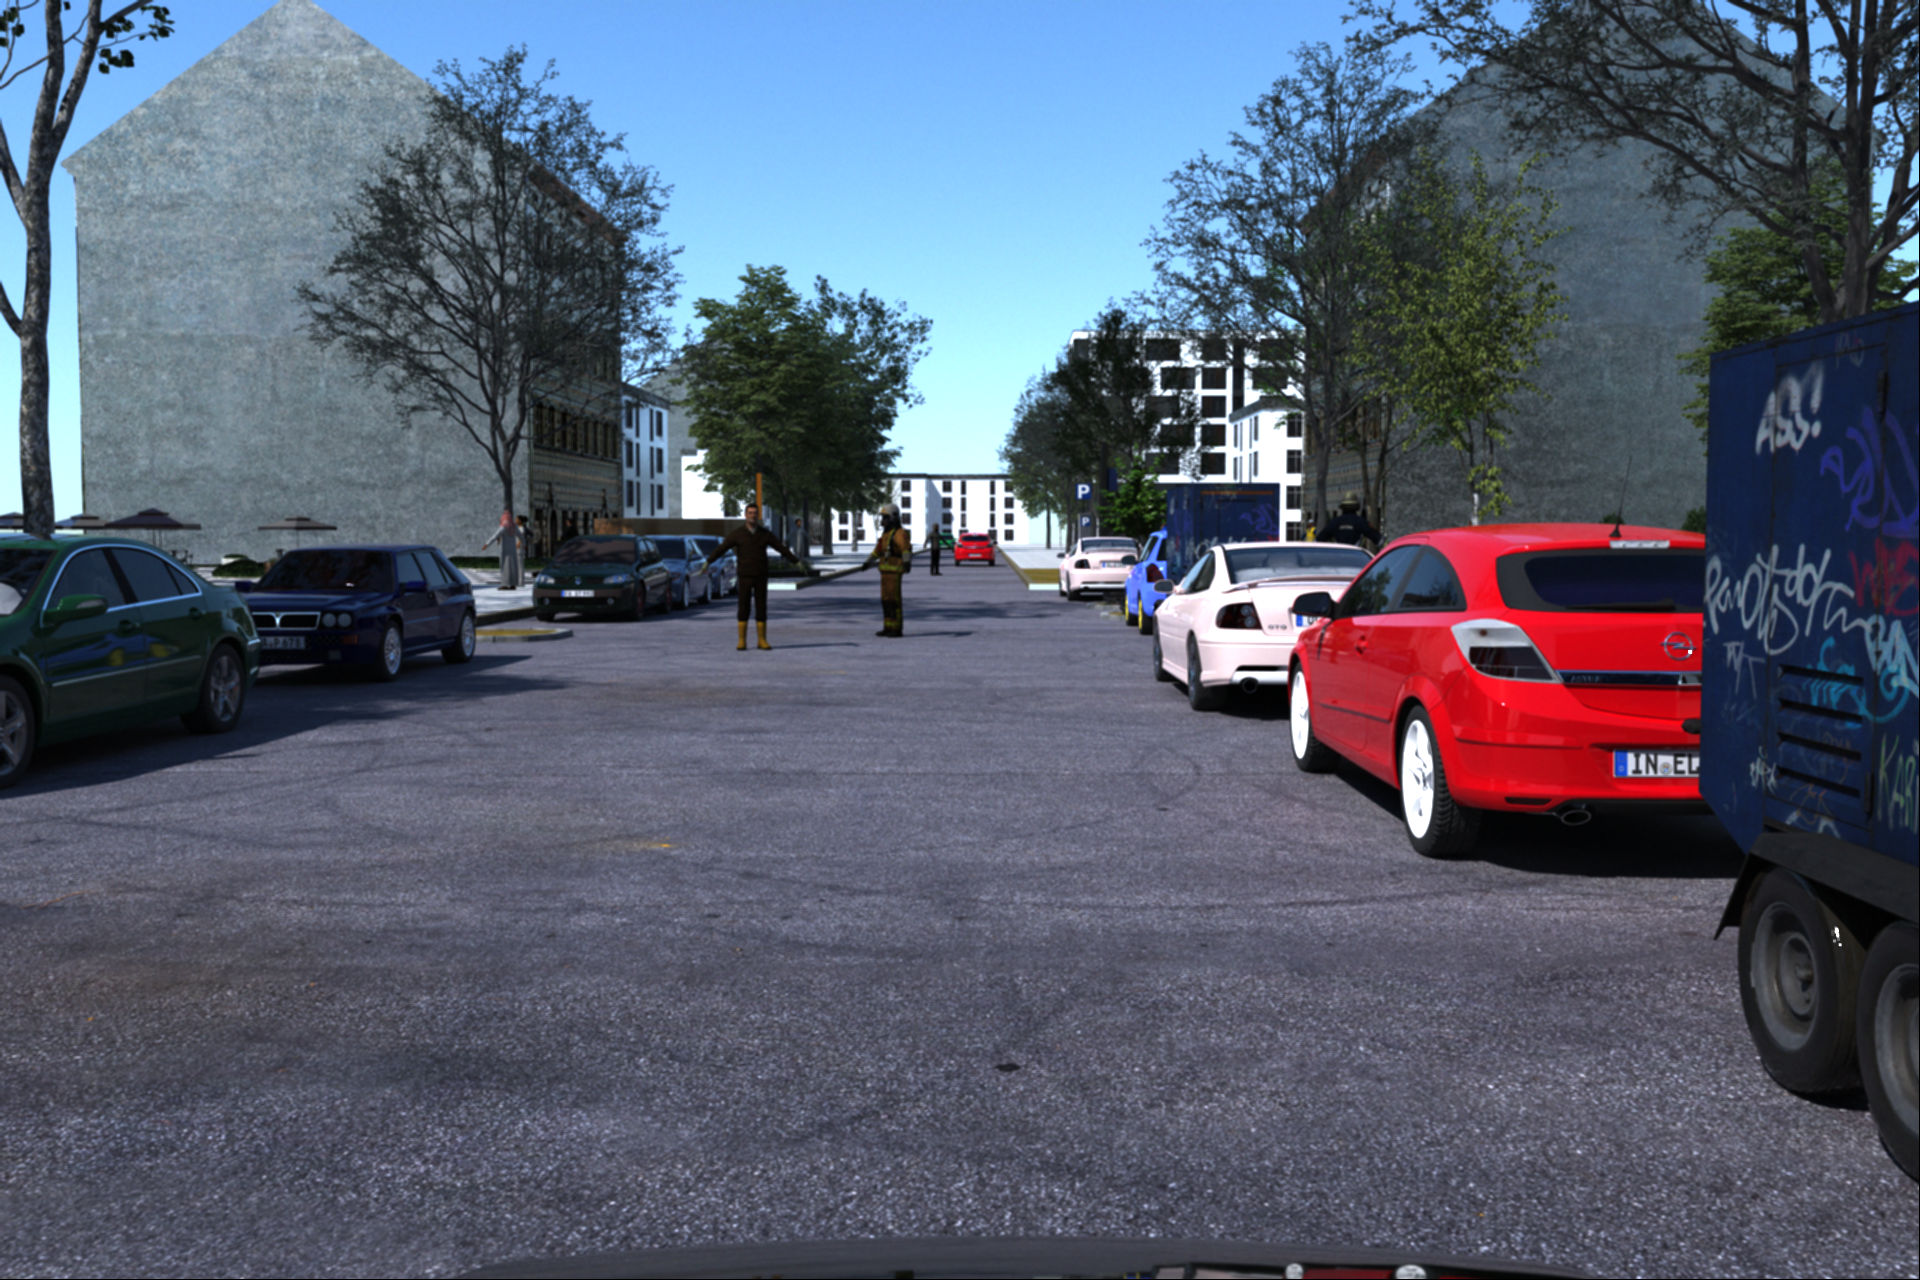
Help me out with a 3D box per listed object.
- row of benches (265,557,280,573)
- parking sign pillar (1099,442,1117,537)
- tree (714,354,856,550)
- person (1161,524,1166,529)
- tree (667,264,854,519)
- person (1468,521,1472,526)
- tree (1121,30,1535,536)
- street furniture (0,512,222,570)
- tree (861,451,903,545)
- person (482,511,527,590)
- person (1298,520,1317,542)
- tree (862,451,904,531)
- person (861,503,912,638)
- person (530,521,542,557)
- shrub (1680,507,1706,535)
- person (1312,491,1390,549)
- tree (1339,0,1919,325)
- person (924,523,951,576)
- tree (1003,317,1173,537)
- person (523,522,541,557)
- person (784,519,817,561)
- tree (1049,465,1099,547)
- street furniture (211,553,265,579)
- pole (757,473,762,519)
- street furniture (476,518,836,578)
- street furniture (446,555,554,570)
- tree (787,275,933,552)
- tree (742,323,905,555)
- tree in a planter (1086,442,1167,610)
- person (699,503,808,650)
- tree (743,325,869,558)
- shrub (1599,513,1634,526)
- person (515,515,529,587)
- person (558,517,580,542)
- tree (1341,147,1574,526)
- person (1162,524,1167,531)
[{"bbox_3d":[-17.504,-1.819,45.204,1.422,0.672,4.104,-2,4,-30],"label":"row of benches"},{"bbox_3d":[4.370,-3.848,51.385,1.447,3.967,1.447,0,4,1],"label":"parking sign pillar"},{"bbox_3d":[-8.743,-9.181,84.523,7.601,10.594,8.767,-1,4,-20],"label":"tree"},{"bbox_3d":[8.585,-4.108,73.022,0.705,1.847,1.347,1,4,22],"label":"person"},{"bbox_3d":[-8.362,-9.462,72.833,7.486,12.596,7.792,0,3,0],"label":"tree"},{"bbox_3d":[19.644,-3.694,66.669,1.348,1.796,0.705,-2,4,-33],"label":"person"},{"bbox_3d":[9.046,-8.099,42.790,12.009,13.543,11.850,0,3,0],"label":"tree"},{"bbox_3d":[-33.059,-3.019,54.398,14.083,1.986,27.439,0,4,4],"label":"street furniture"},{"bbox_3d":[-7.090,-11.994,146.462,4.360,8.622,3.978,0,3,0],"label":"tree"},{"bbox_3d":[-10.393,-2.055,39.740,0.704,1.811,1.347,2,4,30],"label":"person"},{"bbox_3d":[13.280,-3.649,65.629,0.705,1.833,1.349,-2,4,-26],"label":"person"},{"bbox_3d":[-7.536,-12.292,151.330,4.360,8.622,3.978,0,3,0],"label":"tree"},{"bbox_3d":[-0.976,-0.970,24.092,0.705,1.858,1.354,-2,4,-30],"label":"person"},{"bbox_3d":[-17.183,-3.925,70.299,0.705,1.813,1.348,-2,4,-28],"label":"person"},{"bbox_3d":[19.894,-2.605,46.631,1.661,2.075,1.752,0,3,0],"label":"shrub"},{"bbox_3d":[5.199,-1.052,23.064,1.351,1.845,0.704,2,4,31],"label":"person"},{"bbox_3d":[9.055,-6.557,17.581,12.009,13.543,11.850,0,3,0],"label":"tree"},{"bbox_3d":[-0.830,-3.145,60.011,0.705,1.813,1.348,3,5,43],"label":"person"},{"bbox_3d":[7.556,-11.422,97.125,12.009,13.543,11.850,0,3,0],"label":"tree"},{"bbox_3d":[-17.247,-3.836,68.502,1.354,1.856,0.705,0,4,6],"label":"person"},{"bbox_3d":[-5.505,-3.247,59.270,1.347,1.806,0.705,-3,5,-40],"label":"person"},{"bbox_3d":[7.962,-10.580,123.351,4.360,8.622,3.978,0,3,0],"label":"tree"},{"bbox_3d":[-20.030,-2.312,53.432,5.734,0.657,10.072,-2,4,-25],"label":"street furniture"},{"bbox_3d":[-6.721,-3.928,58.068,0.158,3.312,0.155,0,3,0],"label":"pole"},{"bbox_3d":[-7.502,-2.719,51.306,9.812,1.723,11.010,3,5,43],"label":"street furniture"},{"bbox_3d":[-15.996,-2.912,63.235,10.072,0.657,5.734,0,4,-7],"label":"street furniture"},{"bbox_3d":[-8.017,-16.536,126.245,12.611,20.169,13.585,0,3,0],"label":"tree"},{"bbox_3d":[-8.106,-12.095,104.412,9.857,13.997,8.962,0,3,0],"label":"tree"},{"bbox_3d":[3.466,-2.224,33.577,1.991,3.239,1.994,0,4,0],"label":"tree in a planter"},{"bbox_3d":[-2.564,-0.786,21.441,1.346,1.812,0.704,-1,4,-15],"label":"person"},{"bbox_3d":[-8.834,-10.782,94.412,7.486,12.596,7.792,0,3,0],"label":"tree"},{"bbox_3d":[22.515,-3.416,59.895,1.661,2.075,1.752,0,3,0],"label":"shrub"},{"bbox_3d":[-10.700,-2.142,41.785,0.721,1.739,1.217,-1,4,-20],"label":"person"},{"bbox_3d":[-13.020,-3.172,57.793,0.705,1.837,1.347,2,4,24],"label":"person"},{"bbox_3d":[9.477,-5.011,32.287,4.737,8.622,4.395,0,3,0],"label":"tree"},{"bbox_3d":[5.241,-2.246,42.705,0.704,1.831,1.345,3,4,37],"label":"person"}]
